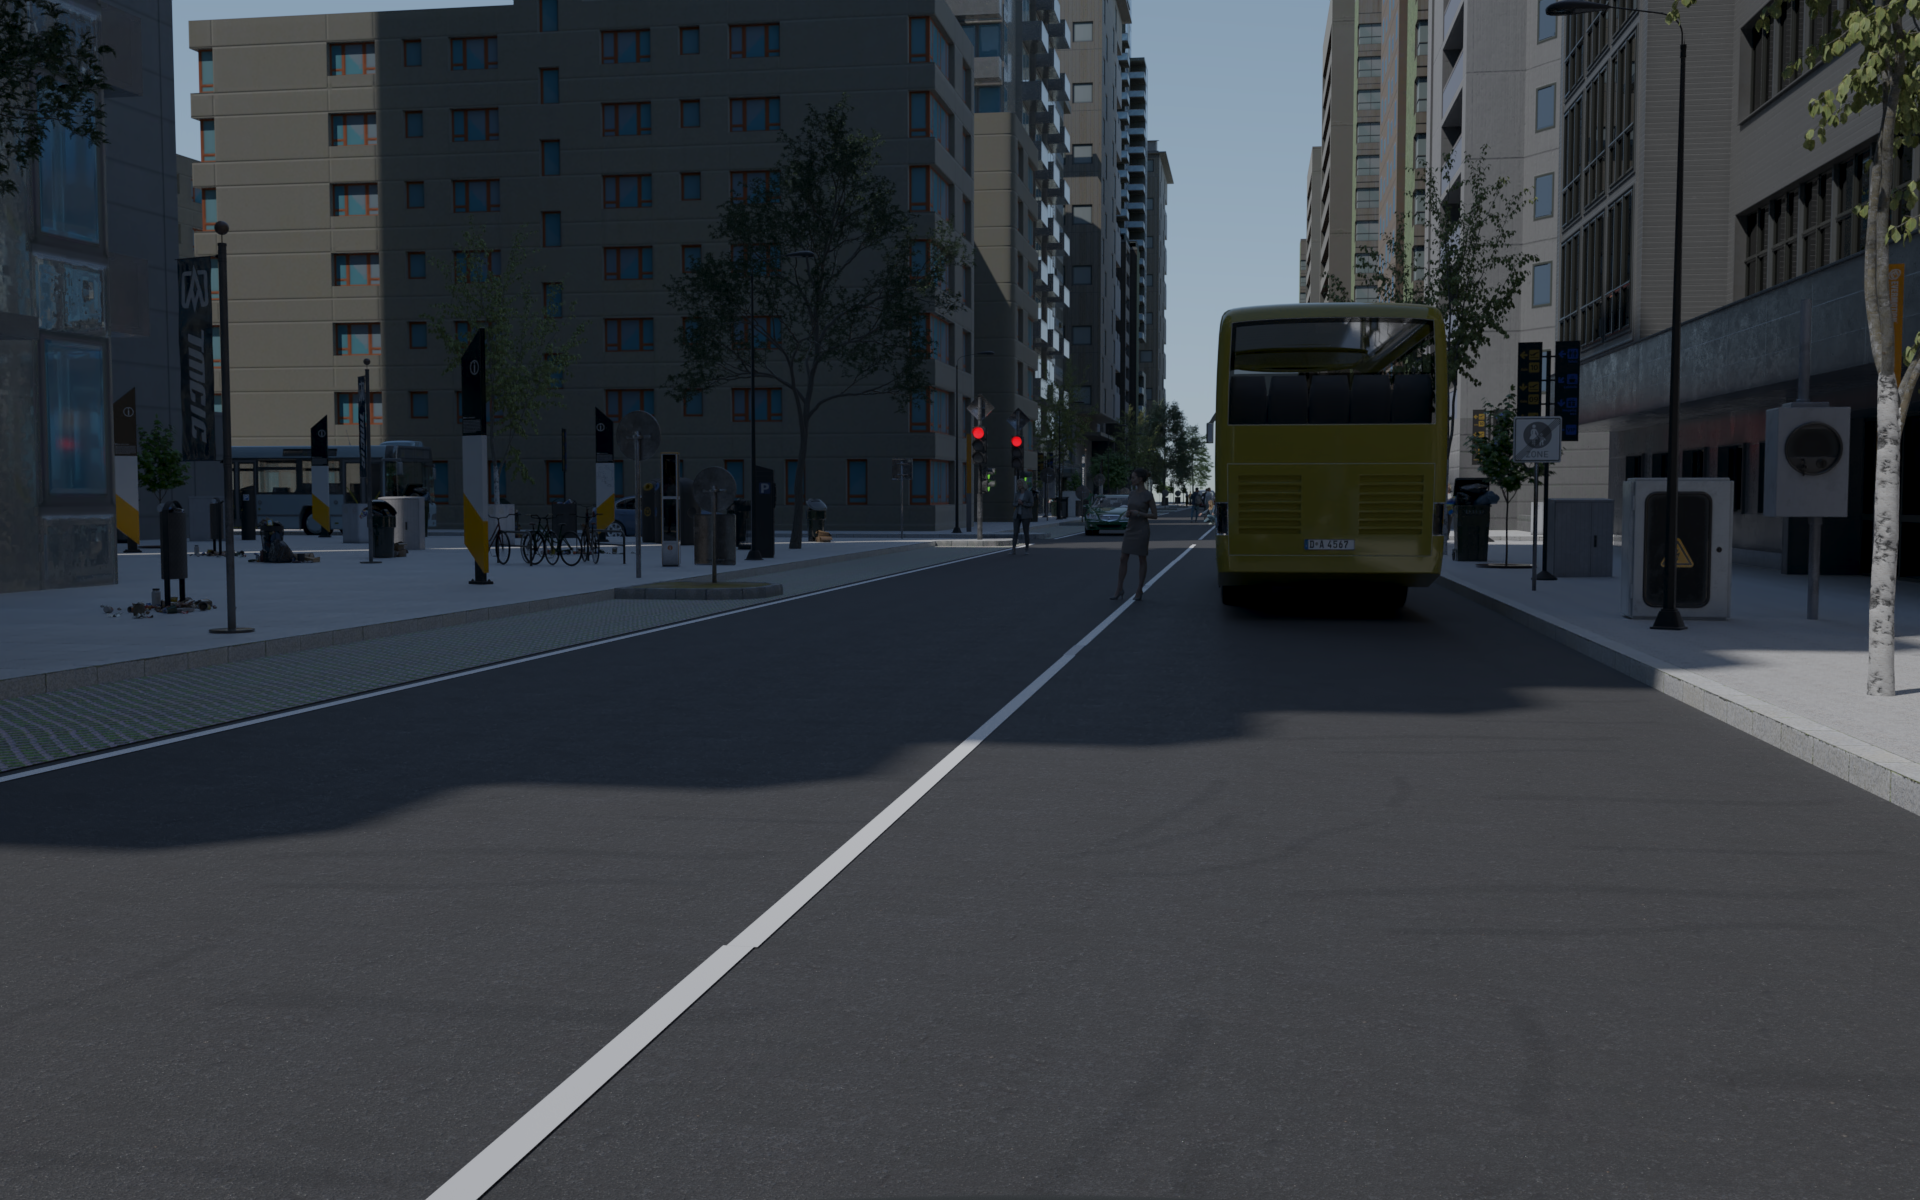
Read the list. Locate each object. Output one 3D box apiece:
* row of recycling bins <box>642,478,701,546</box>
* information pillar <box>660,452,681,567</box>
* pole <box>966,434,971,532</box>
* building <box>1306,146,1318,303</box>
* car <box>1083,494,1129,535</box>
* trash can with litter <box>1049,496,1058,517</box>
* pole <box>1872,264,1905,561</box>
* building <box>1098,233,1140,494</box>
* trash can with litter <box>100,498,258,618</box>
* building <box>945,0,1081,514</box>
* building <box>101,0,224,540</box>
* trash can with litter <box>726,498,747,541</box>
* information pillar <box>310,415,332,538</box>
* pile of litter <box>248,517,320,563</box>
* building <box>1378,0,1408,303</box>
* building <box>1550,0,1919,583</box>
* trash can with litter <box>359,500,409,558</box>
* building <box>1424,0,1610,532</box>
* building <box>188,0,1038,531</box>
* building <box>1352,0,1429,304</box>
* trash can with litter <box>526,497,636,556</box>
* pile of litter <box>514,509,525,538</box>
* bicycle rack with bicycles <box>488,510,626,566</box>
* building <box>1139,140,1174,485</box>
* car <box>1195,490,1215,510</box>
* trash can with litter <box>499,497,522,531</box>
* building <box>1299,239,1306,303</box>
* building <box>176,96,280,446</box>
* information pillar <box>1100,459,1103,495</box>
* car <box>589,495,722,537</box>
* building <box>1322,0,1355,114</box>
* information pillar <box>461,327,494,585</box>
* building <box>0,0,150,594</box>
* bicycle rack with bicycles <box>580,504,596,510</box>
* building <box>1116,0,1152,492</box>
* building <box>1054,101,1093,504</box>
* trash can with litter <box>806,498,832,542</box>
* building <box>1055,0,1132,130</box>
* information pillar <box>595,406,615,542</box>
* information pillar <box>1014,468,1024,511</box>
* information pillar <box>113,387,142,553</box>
[{"bbox_3d":[-7.436,-2.302,44.757,1.069,1.692,3.534,-1,4,-23],"label":"row of recycling bins"},{"bbox_3d":[-5.110,-1.597,30.597,0.304,2.012,0.304,0,4,-3],"label":"information pillar"},{"bbox_3d":[0.300,-3.965,58.669,0.158,3.312,0.155,0,3,0],"label":"pole"},{"bbox_3d":[56.633,-36.962,228.034,21.300,48.544,21.600,1,4,10],"label":"building"},{"bbox_3d":[5.479,-3.037,61.451,2.131,1.459,4.920,1,4,9],"label":"car"},{"bbox_3d":[5.382,-5.305,98.129,0.624,1.170,1.055,1,4,9],"label":"trash can with litter"},{"bbox_3d":[8.289,-1.323,15.480,0.158,3.312,0.155,0,3,0],"label":"pole"},{"bbox_3d":[12.276,-25.645,191.003,14.160,30.474,14.107,1,4,10],"label":"building"},{"bbox_3d":[-8.798,-0.477,18.856,1.678,1.210,2.233,0,4,-7],"label":"trash can with litter"},{"bbox_3d":[-4.822,-30.091,111.599,23.786,49.044,30.456,1,4,10],"label":"building"},{"bbox_3d":[-33.831,-36.909,41.715,20.611,71.187,20.563,1,4,10],"label":"building"},{"bbox_3d":[-6.251,-2.171,46.888,1.055,1.170,0.624,2,4,27],"label":"trash can with litter"},{"bbox_3d":[-18.855,-3.653,51.075,0.504,3.616,0.183,0,4,-4],"label":"information pillar"},{"bbox_3d":[-12.780,-1.146,32.695,1.176,0.858,1.719,-3,4,-37],"label":"pile of litter"},{"bbox_3d":[33.133,-27.847,105.417,14.600,45.320,14.200,1,4,10],"label":"building"},{"bbox_3d":[18.917,-12.684,26.454,14.314,24.678,30.058,1,4,10],"label":"building"},{"bbox_3d":[-11.623,-1.445,35.020,0.624,1.170,1.055,0,4,8],"label":"trash can with litter"},{"bbox_3d":[32.238,-31.793,61.812,28.212,58.520,21.231,1,4,10],"label":"building"},{"bbox_3d":[-12.096,-14.097,75.525,27.650,21.520,28.899,1,4,10],"label":"building"},{"bbox_3d":[39.017,-27.991,141.246,14.154,41.232,14.086,1,4,10],"label":"building"},{"bbox_3d":[-8.020,-1.576,36.828,2.233,1.210,1.678,0,4,-7],"label":"trash can with litter"},{"bbox_3d":[-13.279,-2.238,50.559,1.176,0.858,1.719,-2,4,-33],"label":"pile of litter"},{"bbox_3d":[-7.393,-1.123,31.746,2.852,0.926,2.925,-2,4,-32],"label":"bicycle rack with bicycles"},{"bbox_3d":[17.358,-41.213,263.064,28.713,52.752,27.495,1,4,10],"label":"building"},{"bbox_3d":[22.261,-9.055,156.715,2.281,1.827,5.304,0,4,8],"label":"car"},{"bbox_3d":[-15.621,-2.977,60.057,1.055,1.170,0.624,2,4,31],"label":"trash can with litter"},{"bbox_3d":[61.184,-36.295,277.013,14.154,41.232,14.086,1,4,10],"label":"building"},{"bbox_3d":[-54.830,-14.697,85.338,28.899,21.520,27.650,1,4,10],"label":"building"},{"bbox_3d":[9.433,-7.598,115.588,0.183,3.616,0.504,-1,4,-10],"label":"information pillar"},{"bbox_3d":[-9.131,-2.529,53.344,4.499,1.417,2.014,1,4,11],"label":"car"},{"bbox_3d":[44.297,-32.729,158.819,21.300,48.544,21.600,1,4,10],"label":"building"},{"bbox_3d":[-6.880,-2.033,24.589,0.504,3.616,0.183,3,5,40],"label":"information pillar"},{"bbox_3d":[-23.522,-24.000,12.013,23.786,49.044,30.456,1,4,10],"label":"building"},{"bbox_3d":[-11.993,-2.851,59.999,2.852,0.926,2.925,0,4,-4],"label":"bicycle rack with bicycles"},{"bbox_3d":[15.107,-56.227,231.982,22.319,86.520,31.000,1,4,10],"label":"building"},{"bbox_3d":[-4.224,-27.742,145.460,32.217,40.220,23.993,1,4,10],"label":"building"},{"bbox_3d":[-3.712,-2.142,46.406,0.624,1.170,1.055,-2,4,-29],"label":"trash can with litter"},{"bbox_3d":[1.645,-35.572,170.839,28.713,52.752,27.495,1,4,10],"label":"building"},{"bbox_3d":[-9.489,-3.357,46.238,0.504,3.616,0.183,0,4,-1],"label":"information pillar"},{"bbox_3d":[2.658,-5.318,78.296,0.504,3.616,0.183,-2,4,-32],"label":"information pillar"},{"bbox_3d":[-18.157,-2.835,37.713,0.504,3.616,0.183,-3,4,-36],"label":"information pillar"}]
